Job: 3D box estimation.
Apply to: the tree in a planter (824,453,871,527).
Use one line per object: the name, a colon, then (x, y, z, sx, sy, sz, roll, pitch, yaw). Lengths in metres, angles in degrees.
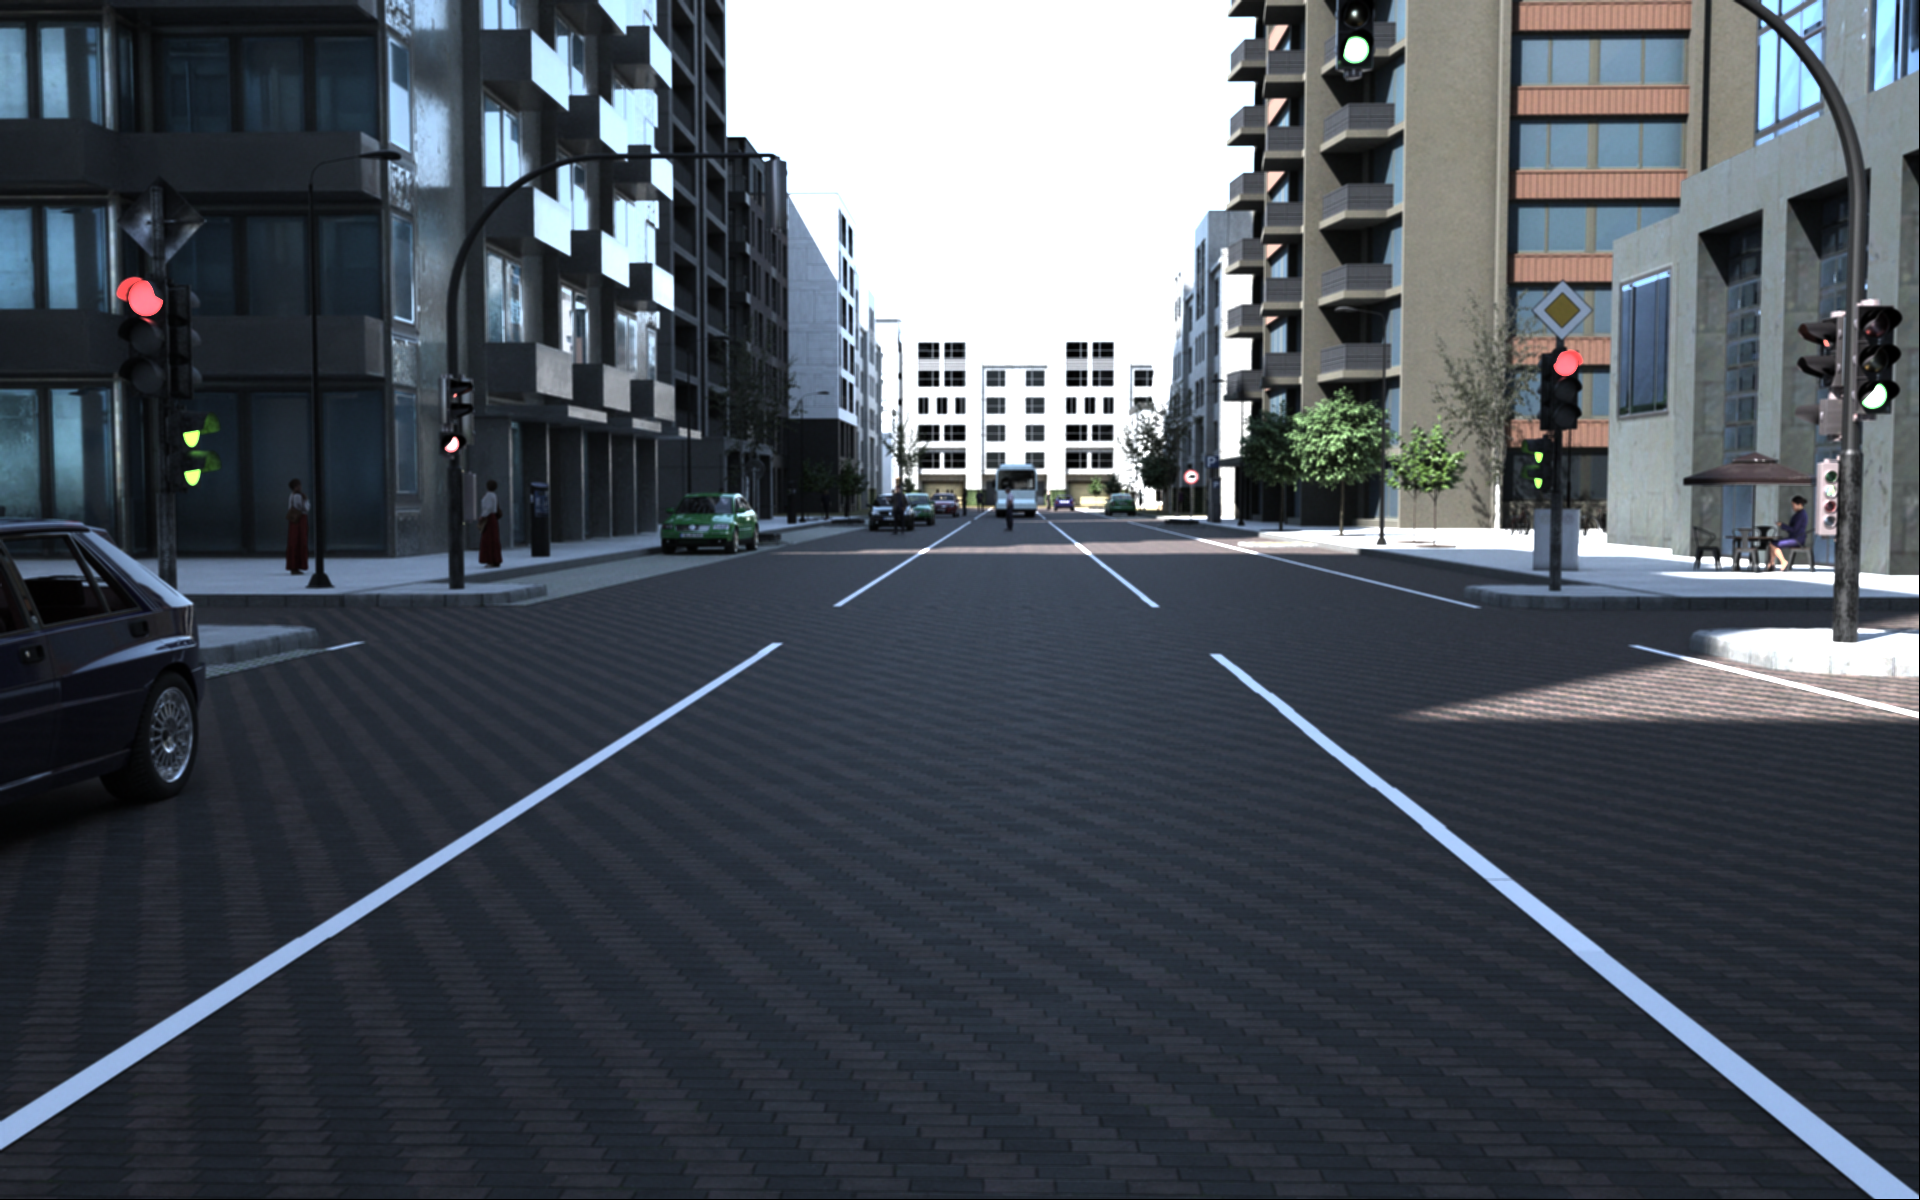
tree in a planter: (-4.865, -4.806, 75.793, 1.991, 3.239, 1.994, 0, 4, 2)

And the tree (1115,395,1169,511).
tree: (13.599, -10.867, 128.045, 4.737, 8.622, 4.395, 0, 3, 0)

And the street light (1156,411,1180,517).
street light: (11.677, -7.625, 97.210, 1.470, 5.913, 1.316, 0, 4, 2)

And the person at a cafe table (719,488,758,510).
person at a cafe table: (-9.017, -3.594, 67.272, 1.698, 1.524, 1.622, 3, 5, 41)

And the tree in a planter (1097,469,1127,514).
tree in a planter: (11.088, -7.795, 124.670, 1.991, 3.239, 1.994, 0, 4, 2)

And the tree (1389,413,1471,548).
tree: (11.493, -2.876, 41.624, 1.663, 3.219, 1.824, 0, 3, 0)

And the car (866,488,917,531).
car: (-2.704, -3.620, 68.973, 2.009, 1.686, 4.222, 0, 3, 0)

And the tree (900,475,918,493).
tree: (-4.972, -10.342, 163.692, 1.663, 3.219, 1.824, 0, 3, 0)

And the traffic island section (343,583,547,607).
traffic island section: (-6.832, -0.072, 23.458, 2.009, 0.180, 2.903, 0, 4, 2)

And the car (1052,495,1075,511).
car: (8.882, -8.283, 148.014, 1.945, 1.354, 3.894, 0, 4, 2)

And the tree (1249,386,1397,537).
tree: (11.524, -4.211, 52.561, 4.285, 4.588, 4.351, 0, 3, 0)

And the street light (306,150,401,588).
street light: (-8.241, -3.120, 23.560, 1.470, 5.913, 1.316, 0, 4, 2)

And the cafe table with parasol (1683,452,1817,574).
cafe table with parasol: (13.086, -1.448, 28.544, 2.610, 1.966, 2.610, 0, 4, -2)

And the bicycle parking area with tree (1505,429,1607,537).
bicycle parking area with tree: (21.541, -4.063, 53.438, 9.016, 4.147, 8.231, -3, 5, -43)

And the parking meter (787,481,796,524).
parking meter: (-7.293, -4.241, 75.052, 0.255, 1.863, 0.399, 2, 4, 28)

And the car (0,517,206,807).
car: (-4.554, 0.351, 6.850, 1.945, 1.354, 3.894, 0, 4, 0)

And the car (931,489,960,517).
car: (-1.017, -6.066, 108.217, 2.155, 1.783, 4.494, 0, 4, 4)

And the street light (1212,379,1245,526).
street light: (10.876, -5.972, 70.180, 1.470, 5.913, 1.316, 0, 4, 2)

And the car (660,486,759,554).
car: (-6.095, -2.057, 42.425, 1.959, 1.807, 4.718, 0, 4, 3)

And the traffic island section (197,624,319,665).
traffic island section: (-7.081, 0.416, 15.477, 2.009, 0.180, 2.903, 0, 4, 2)

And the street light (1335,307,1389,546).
street light: (10.005, -4.319, 43.151, 1.470, 5.913, 1.316, 0, 4, 2)

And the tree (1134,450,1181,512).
tree: (13.861, -8.435, 121.631, 4.285, 4.588, 4.351, 0, 3, 0)

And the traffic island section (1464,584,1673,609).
traffic island section: (7.922, -0.044, 22.995, 2.009, 0.180, 2.903, 0, 4, 2)

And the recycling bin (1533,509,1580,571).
recycling bin: (10.097, -1.024, 29.303, 0.722, 1.027, 0.722, 1, 4, 21)

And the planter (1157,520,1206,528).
planter: (9.533, -3.287, 74.875, 1.991, 0.319, 1.994, 0, 4, 2)

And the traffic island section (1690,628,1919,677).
traffic island section: (7.673, 0.445, 15.013, 2.009, 0.180, 2.903, 0, 4, 2)

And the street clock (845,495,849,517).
street clock: (-6.297, -5.587, 95.914, 0.358, 2.002, 0.471, 0, 4, -1)

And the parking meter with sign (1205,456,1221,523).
parking meter with sign: (11.738, -5.156, 80.567, 0.543, 3.016, 1.738, 0, 4, 6)

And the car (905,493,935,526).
car: (-2.103, -4.367, 80.199, 1.959, 1.807, 4.718, 0, 4, 1)

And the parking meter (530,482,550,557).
parking meter: (-8.612, -1.658, 35.523, 0.372, 1.533, 0.369, 0, 3, 0)

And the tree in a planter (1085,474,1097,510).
tree in a planter: (11.922, -9.442, 151.601, 1.991, 3.239, 1.994, 0, 4, 2)

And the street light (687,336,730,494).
street light: (-7.434, -4.795, 50.938, 1.470, 5.913, 1.316, 0, 4, 2)

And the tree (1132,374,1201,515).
tree: (12.638, -9.504, 105.758, 4.360, 8.622, 3.978, 0, 3, 0)

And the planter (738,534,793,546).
planter: (-5.726, -1.666, 48.377, 1.991, 0.319, 1.994, 0, 4, 2)

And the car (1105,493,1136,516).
car: (10.556, -6.440, 114.089, 1.959, 1.807, 4.718, 0, 3, 0)

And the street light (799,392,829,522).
street light: (-6.625, -6.487, 78.608, 1.470, 5.913, 1.316, 0, 4, 2)

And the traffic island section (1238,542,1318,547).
traffic island section: (8.693, -1.516, 47.647, 1.991, 0.108, 1.994, 0, 4, 2)

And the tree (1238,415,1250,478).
tree: (11.070, -4.647, 59.686, 4.285, 4.588, 4.351, 0, 3, 0)

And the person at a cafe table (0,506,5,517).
person at a cafe table: (-17.187, -1.134, 29.409, 1.698, 1.238, 1.726, 3, 5, 41)

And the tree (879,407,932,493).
tree: (-4.741, -11.990, 146.404, 4.737, 8.622, 4.395, 0, 3, 0)
